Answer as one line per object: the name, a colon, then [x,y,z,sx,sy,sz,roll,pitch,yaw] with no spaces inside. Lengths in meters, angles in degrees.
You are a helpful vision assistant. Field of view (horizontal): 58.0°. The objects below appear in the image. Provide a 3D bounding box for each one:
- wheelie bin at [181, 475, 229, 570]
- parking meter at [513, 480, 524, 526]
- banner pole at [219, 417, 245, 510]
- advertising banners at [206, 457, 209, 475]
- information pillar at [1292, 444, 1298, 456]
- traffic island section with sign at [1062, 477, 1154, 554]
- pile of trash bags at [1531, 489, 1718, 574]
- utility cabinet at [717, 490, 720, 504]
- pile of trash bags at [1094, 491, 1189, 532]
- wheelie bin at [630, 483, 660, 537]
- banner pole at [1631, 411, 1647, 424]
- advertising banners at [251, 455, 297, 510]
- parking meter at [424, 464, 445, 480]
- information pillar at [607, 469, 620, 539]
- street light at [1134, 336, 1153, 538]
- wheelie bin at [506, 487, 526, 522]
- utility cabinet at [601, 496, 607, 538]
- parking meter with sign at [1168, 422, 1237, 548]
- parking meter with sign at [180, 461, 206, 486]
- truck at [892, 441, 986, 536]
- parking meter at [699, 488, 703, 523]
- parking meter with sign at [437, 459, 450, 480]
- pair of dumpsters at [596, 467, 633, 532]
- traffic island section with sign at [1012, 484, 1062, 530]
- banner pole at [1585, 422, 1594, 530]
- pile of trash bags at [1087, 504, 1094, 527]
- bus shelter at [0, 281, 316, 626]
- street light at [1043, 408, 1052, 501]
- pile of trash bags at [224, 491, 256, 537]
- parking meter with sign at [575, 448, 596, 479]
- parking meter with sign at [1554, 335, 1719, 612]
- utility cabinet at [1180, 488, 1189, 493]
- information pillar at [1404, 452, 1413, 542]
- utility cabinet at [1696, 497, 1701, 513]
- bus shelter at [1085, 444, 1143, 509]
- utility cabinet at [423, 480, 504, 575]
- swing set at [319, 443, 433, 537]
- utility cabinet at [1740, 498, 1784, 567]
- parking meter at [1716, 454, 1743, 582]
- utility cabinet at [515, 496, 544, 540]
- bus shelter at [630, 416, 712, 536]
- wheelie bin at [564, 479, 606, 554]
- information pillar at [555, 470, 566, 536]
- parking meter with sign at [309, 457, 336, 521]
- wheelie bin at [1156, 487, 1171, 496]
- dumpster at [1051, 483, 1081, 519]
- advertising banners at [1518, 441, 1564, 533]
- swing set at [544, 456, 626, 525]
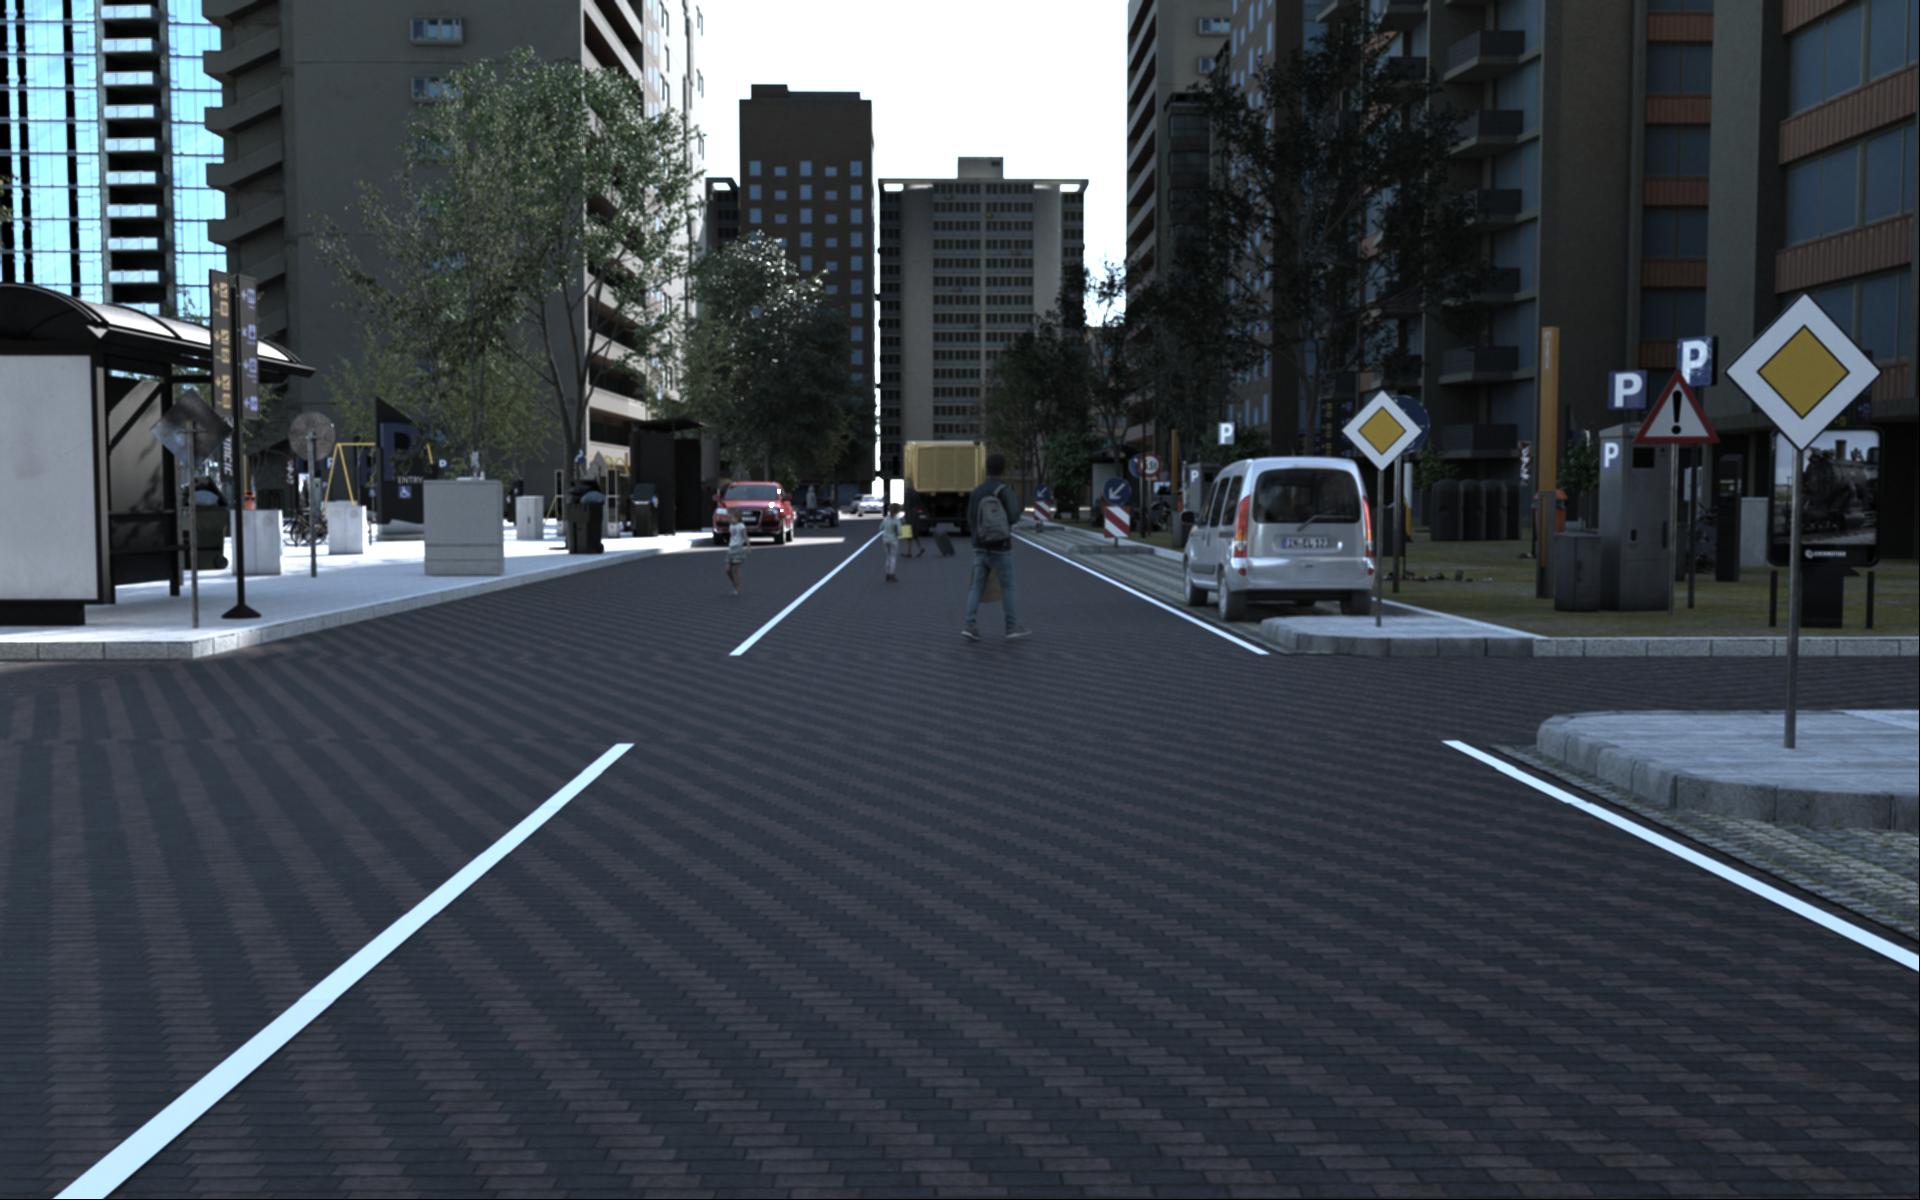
wheelie bin: [-12.884,-1.316,29.432,0.980,1.594,0.693,3,4,36]
parking meter: [-17.804,-3.921,69.817,0.399,1.863,0.255,2,4,32]
banner pole: [-19.041,-3.388,45.419,0.863,3.779,0.401,0,4,6]
advertising banners: [-23.894,-3.582,54.748,0.090,3.025,2.074,-2,4,-31]
information pillar: [15.683,-5.501,81.292,0.183,3.616,0.504,-1,4,-14]
traffic island section with sign: [3.603,-2.033,41.872,1.989,1.847,2.006,0,4,-1]
pile of trash bags: [11.405,-1.200,29.374,3.447,1.369,1.912,3,4,38]
utility cabinet: [-12.460,-5.033,90.976,0.318,1.500,1.173,0,4,4]
pile of trash bags: [6.573,-3.026,59.225,1.912,1.369,3.447,-3,5,-39]
wheelie bin: [-9.386,-2.679,51.708,0.980,1.594,0.693,1,4,18]
banner pole: [20.650,-3.837,52.750,0.401,3.779,0.863,-1,4,-19]
advertising banners: [-30.930,-5.005,78.016,2.074,3.025,0.090,-2,4,-25]
parking meter: [-10.271,-1.725,33.916,0.255,1.863,0.399,1,4,12]
information pillar: [-10.003,-2.782,49.980,0.304,2.012,0.304,0,4,5]
street light: [5.402,-4.770,50.781,0.468,5.910,1.993,0,4,-1]
wheelie bin: [-20.050,-4.305,78.298,0.693,1.594,0.980,1,4,21]
utility cabinet: [-10.603,-2.441,51.076,0.306,1.237,1.020,1,4,21]
parking meter with sign: [5.843,-2.771,41.568,1.738,3.016,0.543,-3,4,-38]
parking meter with sign: [-18.330,-2.709,40.555,1.738,3.016,0.543,0,4,0]
truck: [-0.664,-4.056,62.243,3.469,3.379,9.791,0,4,-3]
parking meter: [-9.364,-3.417,61.583,0.399,1.863,0.255,0,3,0]
parking meter with sign: [-25.279,-5.502,86.218,1.738,3.016,0.543,3,5,40]
pair of dumpsters: [-11.772,-3.520,60.052,1.574,2.255,4.437,0,4,-1]
traffic island section with sign: [3.099,-3.682,68.823,1.989,1.847,2.006,0,4,-1]
banner pole: [21.711,-4.276,59.922,0.863,3.779,0.401,-3,5,-41]
pile of trash bags: [5.807,-3.496,66.907,1.912,1.369,3.447,1,4,11]
bus shelter: [-9.145,-1.552,19.305,2.014,3.302,5.546,0,4,-1]
street light: [4.624,-7.245,91.249,0.468,5.910,1.993,0,4,-1]
pile of trash bags: [-22.245,-2.559,51.594,1.912,1.369,3.447,1,4,16]
parking meter with sign: [-13.859,-4.226,65.362,1.738,3.016,0.543,3,4,38]
parking meter with sign: [7.417,-1.395,19.075,1.738,3.016,0.543,-1,4,-19]
utility cabinet: [8.536,-3.292,62.507,1.173,1.500,0.318,2,4,29]
information pillar: [11.923,-3.347,46.076,0.183,3.616,0.504,0,4,-1]
utility cabinet: [22.399,-2.526,52.466,0.306,1.237,1.020,2,4,24]
bus shelter: [6.487,-4.803,72.452,2.014,3.302,5.546,0,4,-1]
utility cabinet: [-7.801,-1.136,27.250,1.173,1.500,0.318,0,4,0]
swing set: [-17.798,-3.393,53.092,3.119,2.851,2.862,0,4,6]
utility cabinet: [14.147,-1.194,30.681,1.020,1.237,0.306,1,4,20]
parking meter: [11.270,-1.203,25.379,0.255,1.863,0.399,3,4,37]
utility cabinet: [-12.195,-2.318,49.061,1.020,1.237,0.306,3,5,44]
bus shelter: [-9.196,-3.927,55.484,1.731,3.624,6.357,0,4,-1]
wheelie bin: [-8.017,-1.782,37.050,0.980,1.594,0.693,1,4,18]
information pillar: [-12.162,-2.970,53.049,0.304,2.012,0.304,2,4,31]
parking meter with sign: [-30.233,-5.244,81.996,1.738,3.016,0.543,3,4,38]
wheelie bin: [8.798,-4.072,74.485,0.693,1.594,0.980,2,4,28]
dumpster: [5.470,-5.290,88.979,1.502,2.255,1.985,0,4,-1]
advertising banners: [18.965,-3.671,56.211,0.090,3.025,2.074,-3,4,-38]
swing set: [-15.301,-4.520,71.516,2.862,2.851,3.119,-3,5,-41]
